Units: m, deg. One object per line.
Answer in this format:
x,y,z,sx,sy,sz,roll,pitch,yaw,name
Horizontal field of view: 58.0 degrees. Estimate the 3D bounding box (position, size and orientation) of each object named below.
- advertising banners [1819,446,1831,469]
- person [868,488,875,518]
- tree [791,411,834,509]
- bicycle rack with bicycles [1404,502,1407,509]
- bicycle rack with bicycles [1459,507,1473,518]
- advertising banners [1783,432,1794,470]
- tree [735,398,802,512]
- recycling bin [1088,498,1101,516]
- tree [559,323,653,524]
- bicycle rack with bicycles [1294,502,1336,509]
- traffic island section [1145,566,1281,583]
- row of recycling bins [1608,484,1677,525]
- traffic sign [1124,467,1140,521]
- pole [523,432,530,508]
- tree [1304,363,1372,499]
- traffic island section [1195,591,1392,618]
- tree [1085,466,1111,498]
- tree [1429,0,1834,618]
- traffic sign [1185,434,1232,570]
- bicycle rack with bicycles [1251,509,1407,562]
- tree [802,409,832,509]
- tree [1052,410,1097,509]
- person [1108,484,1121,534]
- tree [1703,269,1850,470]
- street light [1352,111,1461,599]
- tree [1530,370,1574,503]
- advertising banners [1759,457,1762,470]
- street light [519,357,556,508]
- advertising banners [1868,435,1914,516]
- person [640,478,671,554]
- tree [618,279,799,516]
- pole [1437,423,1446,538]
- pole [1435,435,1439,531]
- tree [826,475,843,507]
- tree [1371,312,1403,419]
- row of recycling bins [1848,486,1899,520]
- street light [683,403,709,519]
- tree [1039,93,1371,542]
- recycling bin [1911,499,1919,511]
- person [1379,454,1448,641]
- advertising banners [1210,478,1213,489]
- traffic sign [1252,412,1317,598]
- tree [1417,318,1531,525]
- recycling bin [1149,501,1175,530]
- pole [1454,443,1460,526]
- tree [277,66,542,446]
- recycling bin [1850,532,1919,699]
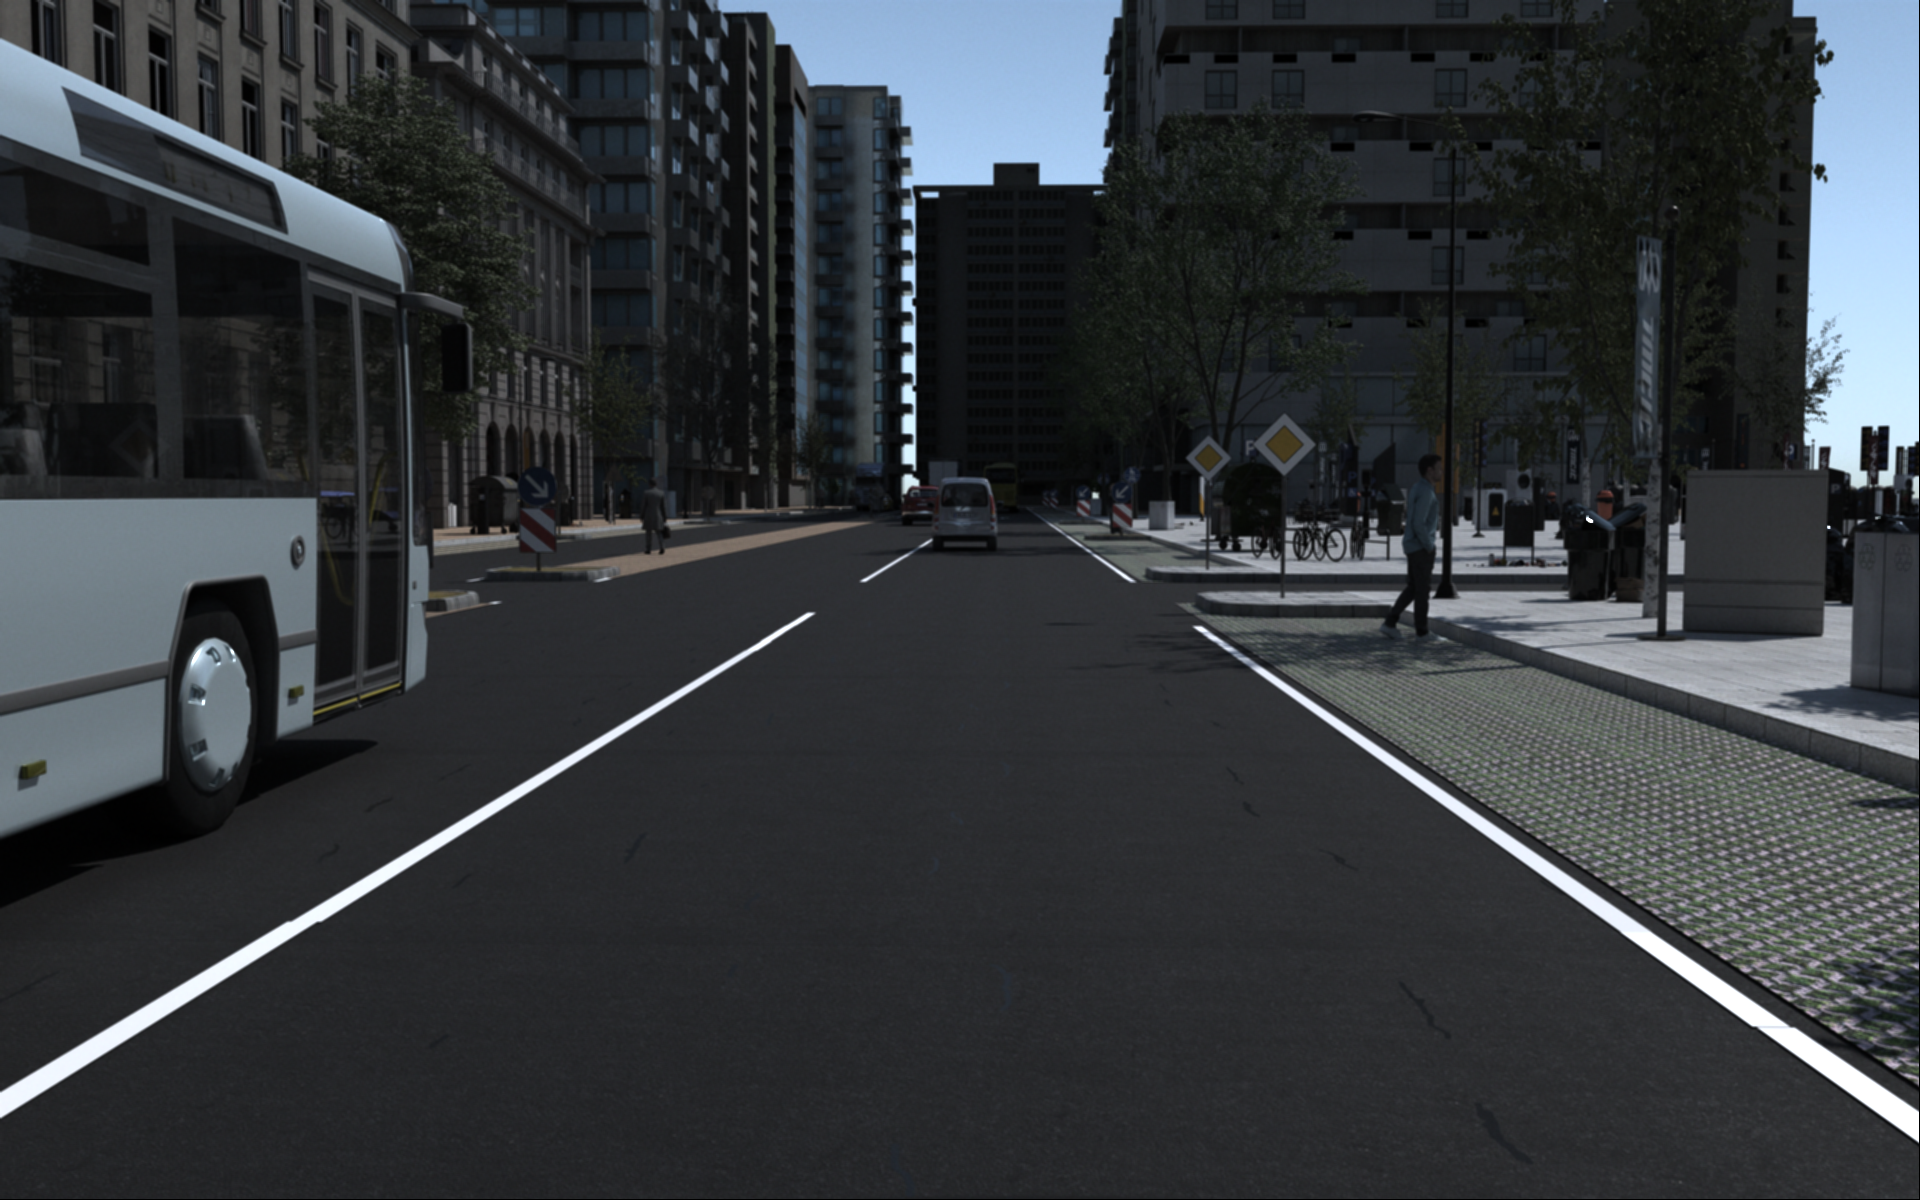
31.603,-4.184,64.590,0.090,3.025,2.074,-1,4,-18,advertising banners
-5.150,-5.713,102.175,0.573,1.790,0.520,-3,4,-38,person
-12.881,-12.406,153.205,4.737,8.622,4.395,0,3,0,tree
19.630,-3.856,76.431,2.925,0.926,2.852,-1,4,-14,bicycle rack with bicycles
22.270,-4.242,82.742,2.852,0.926,2.925,-2,4,-30,bicycle rack with bicycles
23.325,-3.195,48.433,0.090,3.025,2.074,1,4,9,advertising banners
-14.110,-10.687,125.087,4.360,8.622,3.978,0,3,0,tree
7.932,-5.429,101.326,0.722,1.027,0.722,-1,4,-11,recycling bin
-15.088,-7.590,74.455,4.737,8.622,4.395,0,3,0,tree
15.067,-3.694,73.784,2.925,0.926,2.852,-3,5,-42,bicycle rack with bicycles
4.212,-0.432,29.342,2.009,0.180,2.903,0,4,2,traffic island section
29.123,-4.100,74.145,1.069,1.692,3.534,-2,4,-24,row of recycling bins
8.066,-4.959,81.181,0.768,2.556,0.104,0,4,7,traffic sign
-14.327,-3.881,57.301,0.158,3.312,0.155,0,3,0,pole
21.198,-8.989,97.325,4.737,8.622,4.395,0,3,0,tree
3.996,0.056,21.360,2.009,0.180,2.903,0,4,2,traffic island section
10.072,-7.912,123.957,1.663,3.219,1.824,0,3,0,tree
7.163,-4.134,17.954,4.737,8.622,4.395,0,3,0,tree
4.189,-1.567,29.265,0.795,2.450,0.064,0,4,2,traffic sign
7.171,-1.260,33.978,2.852,0.926,2.925,0,4,-5,bicycle rack with bicycles
-13.104,-12.103,148.254,4.360,8.622,3.978,0,3,0,tree
9.904,-12.313,151.673,4.737,8.622,4.395,0,3,0,tree
5.199,-3.006,58.063,0.534,1.772,0.576,0,4,-8,person
26.878,-6.538,57.258,4.360,8.622,3.978,0,3,0,tree
5.457,-2.976,21.193,1.470,5.913,1.316,0,4,2,street light
33.423,-9.208,100.909,4.360,8.622,3.978,0,3,0,tree
37.863,-5.230,81.698,0.090,3.025,2.074,1,4,18,advertising banners
-14.385,-5.279,58.845,1.470,5.913,1.316,0,4,2,street light
27.087,-3.320,50.465,0.090,3.025,2.074,0,4,-7,advertising banners
-7.262,-1.988,41.110,0.694,1.812,0.767,-2,4,-27,person
-14.339,-11.556,99.306,12.009,13.543,11.850,0,3,0,tree
13.986,-3.438,50.053,0.158,3.312,0.155,0,3,0,pole
16.638,-4.065,60.303,0.158,3.312,0.155,0,3,0,pole
-12.822,-11.264,178.769,1.663,3.219,1.824,0,3,0,tree
17.895,-6.972,64.360,4.737,8.622,4.395,0,3,0,tree
48.098,-5.225,92.544,3.534,1.692,1.069,1,4,17,row of recycling bins
-13.493,-7.088,88.426,1.470,5.913,1.316,0,4,2,street light
7.037,-7.378,46.382,9.928,11.665,9.643,0,3,0,tree
54.633,-5.265,98.644,0.722,1.027,0.722,-3,5,-44,recycling bin
4.426,-0.511,16.873,0.620,1.820,0.660,0,4,2,person
14.845,-6.329,99.662,0.090,3.025,2.074,3,5,42,advertising banners
3.972,-1.079,21.283,0.795,2.450,0.064,0,4,2,traffic sign
21.226,-7.447,72.114,4.360,8.622,3.978,0,3,0,tree
7.179,-3.001,61.622,0.722,1.027,0.722,2,4,29,recycling bin
19.898,-4.623,69.423,0.158,3.312,0.155,0,3,0,pole
-14.909,-7.858,46.608,7.486,12.596,7.792,0,3,0,tree
6.309,0.083,11.203,0.722,1.027,0.722,0,4,-6,recycling bin
